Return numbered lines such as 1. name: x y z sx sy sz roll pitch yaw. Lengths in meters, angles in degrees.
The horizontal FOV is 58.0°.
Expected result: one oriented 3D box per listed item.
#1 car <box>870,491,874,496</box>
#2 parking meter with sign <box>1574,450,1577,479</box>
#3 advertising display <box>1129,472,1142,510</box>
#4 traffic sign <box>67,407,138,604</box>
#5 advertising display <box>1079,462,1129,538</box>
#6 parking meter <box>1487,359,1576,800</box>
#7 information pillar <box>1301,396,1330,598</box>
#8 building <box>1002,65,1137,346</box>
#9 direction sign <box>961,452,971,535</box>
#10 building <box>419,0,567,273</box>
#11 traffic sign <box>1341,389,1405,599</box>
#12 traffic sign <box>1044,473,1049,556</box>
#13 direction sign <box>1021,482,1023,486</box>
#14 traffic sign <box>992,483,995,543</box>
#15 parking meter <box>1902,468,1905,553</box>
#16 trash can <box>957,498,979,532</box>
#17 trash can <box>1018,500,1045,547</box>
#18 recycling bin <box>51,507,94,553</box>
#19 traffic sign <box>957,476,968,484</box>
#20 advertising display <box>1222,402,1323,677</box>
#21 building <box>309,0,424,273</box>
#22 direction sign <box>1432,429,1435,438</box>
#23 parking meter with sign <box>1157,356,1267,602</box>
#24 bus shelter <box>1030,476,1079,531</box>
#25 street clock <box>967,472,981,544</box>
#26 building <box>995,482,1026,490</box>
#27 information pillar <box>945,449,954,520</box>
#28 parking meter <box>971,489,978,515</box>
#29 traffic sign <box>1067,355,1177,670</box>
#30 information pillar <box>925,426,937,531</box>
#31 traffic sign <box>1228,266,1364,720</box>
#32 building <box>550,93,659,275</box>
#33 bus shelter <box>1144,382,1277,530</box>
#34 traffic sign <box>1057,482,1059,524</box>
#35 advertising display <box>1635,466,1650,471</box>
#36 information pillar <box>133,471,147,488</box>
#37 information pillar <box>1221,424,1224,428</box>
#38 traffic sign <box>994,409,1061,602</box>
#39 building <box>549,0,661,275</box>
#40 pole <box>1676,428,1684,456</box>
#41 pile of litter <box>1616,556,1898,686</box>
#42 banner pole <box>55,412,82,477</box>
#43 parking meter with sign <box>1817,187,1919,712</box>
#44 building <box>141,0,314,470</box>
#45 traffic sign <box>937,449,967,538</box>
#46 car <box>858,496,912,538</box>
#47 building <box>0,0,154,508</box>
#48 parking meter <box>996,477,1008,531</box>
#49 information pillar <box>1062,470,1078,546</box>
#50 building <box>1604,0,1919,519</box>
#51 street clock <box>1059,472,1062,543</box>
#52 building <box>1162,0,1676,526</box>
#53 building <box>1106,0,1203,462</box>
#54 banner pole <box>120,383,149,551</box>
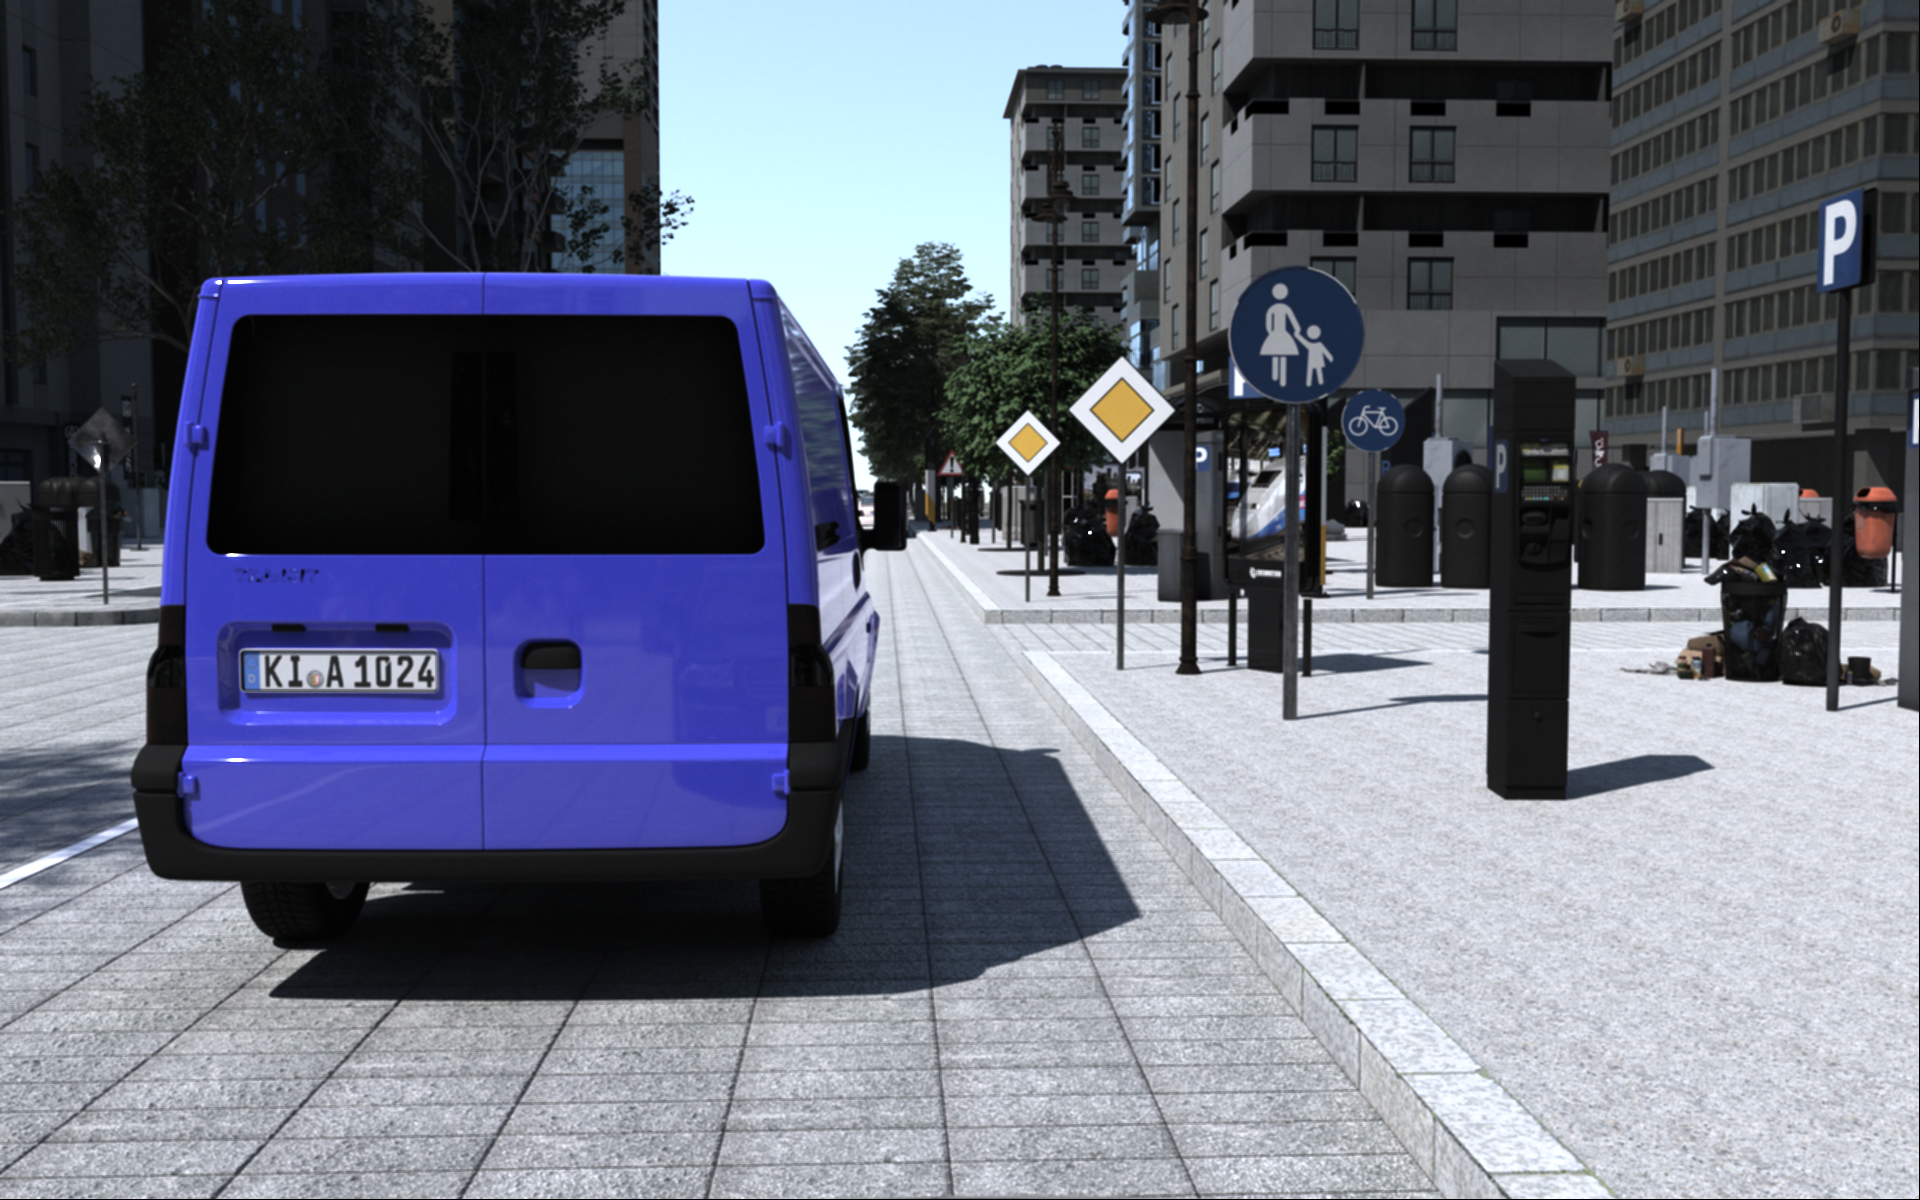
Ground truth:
1. car: -11.788 -14.320 242.806 2.281 1.827 5.304 0 4 -1
2. parking meter with sign: 23.276 -4.389 68.025 1.738 3.016 0.543 1 4 17
3. advertising display: 4.723 -2.717 49.631 0.974 1.923 0.123 0 4 8
4. traffic sign: -9.931 -1.006 20.087 0.795 2.450 0.064 0 4 -3
5. advertising display: 2.826 -1.782 34.342 0.974 1.923 0.123 -1 4 -20
6. parking meter: 2.418 -0.100 7.346 0.255 1.863 0.399 0 4 3
7. information pillar: 4.369 -1.840 21.436 0.183 3.616 0.504 -2 4 -27
8. building: 20.449 -38.086 211.951 28.713 52.752 27.495 0 4 -3
9. direction sign: 0.297 -3.809 54.267 0.379 3.537 0.876 2 4 33
10. building: -42.345 -29.175 131.631 22.147 44.769 28.867 0 4 -3
11. traffic sign: 5.005 -1.282 21.061 0.768 2.556 0.104 0 4 2
12. traffic sign: 1.786 -2.178 35.723 0.768 2.556 0.104 0 4 1
13. direction sign: 2.389 -4.556 66.484 0.379 3.537 0.876 -1 4 -9
14. traffic sign: 0.878 -2.752 45.108 0.768 2.556 0.104 0 4 7
15. parking meter: 18.310 -1.681 33.201 0.399 1.863 0.255 2 4 32
16. trash can: 0.264 -2.899 59.051 0.748 1.137 0.748 0 3 0
17. trash can: 1.777 -1.859 42.045 0.748 1.137 0.748 0 3 0
18. recycling bin: -16.847 -1.253 33.039 0.722 1.027 0.722 0 4 -5
19. traffic sign: 0.231 -5.208 85.256 0.768 2.556 0.104 0 4 2
20. advertising display: 2.238 -0.446 12.499 0.123 1.923 0.974 -2 4 -29
21. building: -46.595 -25.277 105.168 32.217 40.220 23.993 0 4 -3
22. direction sign: 16.165 -4.199 60.644 0.876 3.537 0.379 2 4 25
23. parking meter with sign: 3.072 -1.521 21.137 0.543 3.016 1.738 3 5 41
24. bus shelter: 3.322 -4.961 58.745 2.179 5.291 8.768 0 4 -2
25. street clock: 0.372 -2.429 44.285 0.358 2.002 0.471 1 4 21
26. building: 19.110 -24.238 241.333 27.650 21.520 28.899 0 4 -3
27. information pillar: -0.495 -5.767 85.646 0.183 3.616 0.504 -3 4 -39
28. parking meter: 0.789 -5.148 92.585 0.372 1.533 0.369 0 3 0
29. traffic sign: 1.167 -0.547 12.579 0.795 2.450 0.064 0 4 -3
30. information pillar: -1.007 -4.159 59.362 0.183 3.616 0.504 2 4 33
31. traffic sign: 1.878 -0.592 9.783 0.768 2.556 0.104 0 4 -2
32. building: -42.241 -33.506 197.938 14.600 45.320 14.200 0 4 -3
33. bus shelter: 4.793 -2.455 34.059 2.014 3.302 5.546 0 4 -3
34. traffic sign: 2.061 -2.249 36.770 0.884 2.594 0.081 0 4 4
35. advertising display: 16.106 -2.166 40.628 0.974 1.923 0.123 -3 5 -41
36. information pillar: -26.631 -3.167 56.275 0.304 2.012 0.304 3 5 41
37. information pillar: 7.509 -3.494 48.488 0.183 3.616 0.504 -3 4 -36
38. traffic sign: 0.803 -1.034 20.556 0.795 2.450 0.064 0 4 -3
39. building: -45.775 -47.491 214.725 20.563 71.187 20.611 0 4 -3
40. pole: 22.312 -3.663 53.737 0.158 3.312 0.155 0 3 0
41. pile of litter: 5.584 0.111 12.150 1.176 0.858 1.719 -3 4 -37
42. banner pole: -27.247 -3.845 52.888 0.863 3.779 0.401 -1 4 -17
43. parking meter with sign: 5.988 -0.848 10.130 1.738 3.016 0.543 0 4 2
44. building: -37.308 -25.955 74.477 14.600 45.320 14.200 0 4 -3
45. traffic sign: -0.232 -3.072 50.230 0.884 2.594 0.081 0 4 2
46. car: -2.647 -2.788 57.946 2.083 1.381 4.827 0 4 -2
47. building: -38.203 -30.755 44.851 21.231 58.520 28.212 0 4 -3
48. parking meter: 1.478 -3.364 60.714 0.399 1.863 0.255 0 4 4
49. information pillar: 2.712 -2.343 42.800 0.304 2.012 0.304 2 4 27
50. building: 34.659 -21.933 50.488 23.993 40.220 32.217 0 4 -3
51. street clock: 2.742 -2.475 45.044 0.471 2.002 0.358 0 4 8
52. building: 24.982 -30.158 82.325 28.713 52.752 27.495 0 4 -3
53. building: 21.706 -50.702 141.642 22.319 86.520 31.000 0 4 -3
54. banner pole: -18.626 -2.994 38.962 0.401 3.779 0.863 0 4 1
